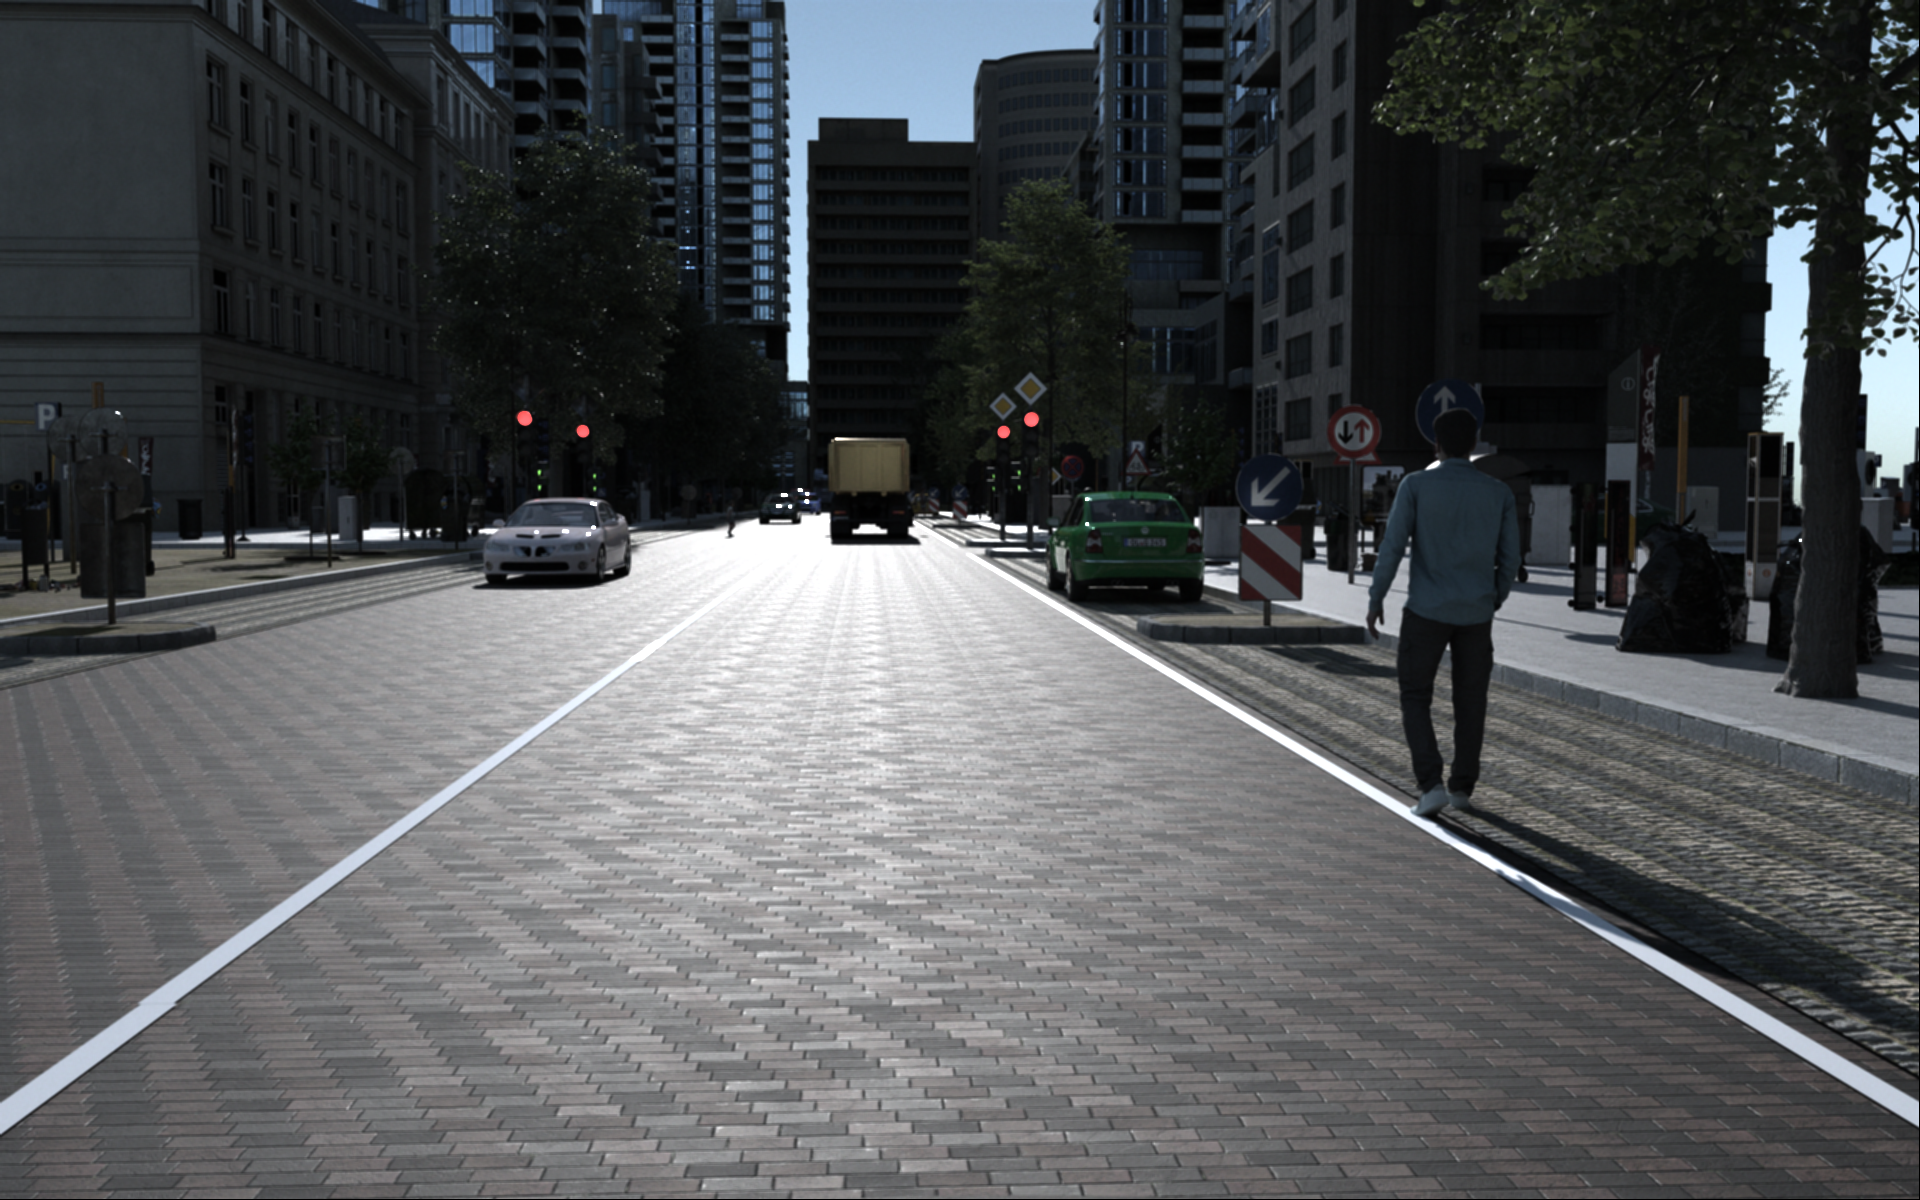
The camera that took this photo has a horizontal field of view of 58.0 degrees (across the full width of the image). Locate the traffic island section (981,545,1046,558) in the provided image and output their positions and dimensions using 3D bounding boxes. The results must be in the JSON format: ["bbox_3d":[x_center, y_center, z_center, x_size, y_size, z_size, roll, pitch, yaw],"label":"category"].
[{"bbox_3d":[1.635,-1.078,39.898,2.009,0.180,2.903,0,4,-3],"label":"traffic island section"}]

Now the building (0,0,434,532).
[{"bbox_3d":[-33.528,-14.583,71.722,16.112,22.955,30.059,0,4,-3],"label":"building"}]

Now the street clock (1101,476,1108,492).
[{"bbox_3d":[5.905,-4.054,70.855,0.358,2.002,0.471,0,4,-2],"label":"street clock"}]

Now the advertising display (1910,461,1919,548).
[{"bbox_3d":[18.979,-1.735,33.588,0.974,1.923,0.123,1,4,8],"label":"advertising display"}]

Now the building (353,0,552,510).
[{"bbox_3d":[-39.879,-50.301,135.098,22.319,86.520,31.000,0,4,-3],"label":"building"}]

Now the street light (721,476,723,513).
[{"bbox_3d":[-15.920,-8.730,115.522,0.468,5.910,1.993,0,4,-3],"label":"street light"}]

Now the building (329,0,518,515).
[{"bbox_3d":[-33.238,-19.005,96.639,13.634,28.700,20.117,0,4,-3],"label":"building"}]

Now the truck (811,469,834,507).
[{"bbox_3d":[-14.709,-12.189,189.045,2.967,4.110,18.799,0,4,-5],"label":"truck"}]

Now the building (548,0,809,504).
[{"bbox_3d":[-35.250,-55.797,224.946,31.000,86.520,22.319,0,4,-3],"label":"building"}]

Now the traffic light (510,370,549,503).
[{"bbox_3d":[-9.749,-3.072,39.155,0.839,4.253,0.868,0,4,-3],"label":"traffic light"}]

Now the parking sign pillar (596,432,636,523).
[{"bbox_3d":[-14.956,-5.353,75.991,1.447,3.967,1.447,3,4,36],"label":"parking sign pillar"}]

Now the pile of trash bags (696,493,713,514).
[{"bbox_3d":[-16.880,-6.277,112.379,1.912,1.369,3.447,1,4,15],"label":"pile of trash bags"}]

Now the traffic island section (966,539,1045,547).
[{"bbox_3d":[1.204,-1.565,47.872,2.009,0.180,2.903,0,4,-3],"label":"traffic island section"}]

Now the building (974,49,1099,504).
[{"bbox_3d":[16.417,-41.958,228.018,28.212,58.520,21.231,0,4,-3],"label":"building"}]

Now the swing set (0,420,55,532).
[{"bbox_3d":[-20.655,-2.378,36.506,3.119,2.851,2.862,-3,5,-41],"label":"swing set"}]

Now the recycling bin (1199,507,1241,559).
[{"bbox_3d":[5.186,-1.351,34.636,0.722,1.027,0.722,0,4,-2],"label":"recycling bin"}]

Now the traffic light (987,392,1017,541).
[{"bbox_3d":[1.163,-3.598,47.756,0.839,4.253,0.868,0,4,-3],"label":"traffic light"}]

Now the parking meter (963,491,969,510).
[{"bbox_3d":[0.411,-6.373,112.607,0.372,1.533,0.369,0,3,0],"label":"parking meter"}]

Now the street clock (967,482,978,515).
[{"bbox_3d":[0.861,-6.326,108.002,0.471,2.002,0.358,-3,4,-36],"label":"street clock"}]

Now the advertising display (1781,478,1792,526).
[{"bbox_3d":[32.496,-3.888,68.779,0.974,1.923,0.123,3,5,42],"label":"advertising display"}]

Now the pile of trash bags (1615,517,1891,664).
[{"bbox_3d":[6.961,-0.242,13.705,1.912,1.369,3.447,-3,5,-42],"label":"pile of trash bags"}]

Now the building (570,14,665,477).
[{"bbox_3d":[-45.597,-33.892,173.744,30.456,49.044,23.786,0,4,-3],"label":"building"}]

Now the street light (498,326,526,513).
[{"bbox_3d":[-12.320,-4.586,47.761,0.468,5.910,1.993,0,4,-3],"label":"street light"}]

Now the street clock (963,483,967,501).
[{"bbox_3d":[0.422,-6.443,109.920,0.471,2.002,0.358,-1,4,-12],"label":"street clock"}]

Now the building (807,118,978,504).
[{"bbox_3d":[-8.951,-36.889,226.828,21.600,48.544,21.300,0,4,-3],"label":"building"}]

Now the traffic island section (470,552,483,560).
[{"bbox_3d":[-9.789,-1.040,39.287,2.009,0.180,2.903,0,4,-3],"label":"traffic island section"}]

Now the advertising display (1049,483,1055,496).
[{"bbox_3d":[4.088,-4.538,79.404,0.123,1.923,0.974,-2,4,-26],"label":"advertising display"}]

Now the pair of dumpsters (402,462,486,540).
[{"bbox_3d":[-14.972,-2.921,50.254,1.574,2.255,4.437,0,4,-3],"label":"pair of dumpsters"}]

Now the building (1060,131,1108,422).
[{"bbox_3d":[23.716,-29.677,177.108,32.217,40.220,23.993,0,4,-3],"label":"building"}]

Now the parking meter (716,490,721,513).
[{"bbox_3d":[-16.662,-6.804,119.650,0.372,1.533,0.369,0,3,0],"label":"parking meter"}]

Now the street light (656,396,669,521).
[{"bbox_3d":[-13.995,-6.658,81.648,0.468,5.910,1.993,0,4,-3],"label":"street light"}]

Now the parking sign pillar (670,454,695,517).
[{"bbox_3d":[-15.765,-6.728,98.469,1.447,3.967,1.447,1,4,19],"label":"parking sign pillar"}]

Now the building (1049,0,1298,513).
[{"bbox_3d":[19.865,-51.067,147.622,22.319,86.520,31.000,0,4,-3],"label":"building"}]

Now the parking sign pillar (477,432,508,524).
[{"bbox_3d":[-20.347,-5.308,75.256,1.447,3.967,1.447,2,4,25],"label":"parking sign pillar"}]

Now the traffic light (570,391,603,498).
[{"bbox_3d":[-10.181,-3.560,47.128,0.839,4.253,0.868,0,4,-3],"label":"traffic light"}]

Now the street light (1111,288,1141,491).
[{"bbox_3d":[3.721,-4.054,39.074,0.468,5.910,1.993,0,4,-3],"label":"street light"}]

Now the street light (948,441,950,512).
[{"bbox_3d":[-0.768,-9.158,122.516,0.468,5.910,1.993,0,4,-3],"label":"street light"}]

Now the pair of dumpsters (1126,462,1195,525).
[{"bbox_3d":[6.108,-3.046,52.290,1.574,2.255,4.437,0,4,-3],"label":"pair of dumpsters"}]

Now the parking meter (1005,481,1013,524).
[{"bbox_3d":[2.083,-4.240,75.032,0.399,1.863,0.255,3,5,41],"label":"parking meter"}]

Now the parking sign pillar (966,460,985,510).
[{"bbox_3d":[1.104,-8.019,119.577,1.447,3.967,1.447,1,4,21],"label":"parking sign pillar"}]

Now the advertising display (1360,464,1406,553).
[{"bbox_3d":[9.215,-1.991,37.765,0.974,1.923,0.123,0,4,-1],"label":"advertising display"}]

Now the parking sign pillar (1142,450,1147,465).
[{"bbox_3d":[10.589,-6.532,95.275,1.447,3.967,1.447,1,4,21],"label":"parking sign pillar"}]

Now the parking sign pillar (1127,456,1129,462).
[{"bbox_3d":[11.400,-7.671,113.891,1.447,3.967,1.447,0,4,3],"label":"parking sign pillar"}]

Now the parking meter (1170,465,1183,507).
[{"bbox_3d":[4.363,-1.788,34.951,0.255,1.863,0.399,1,4,10],"label":"parking meter"}]

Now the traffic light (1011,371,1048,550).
[{"bbox_3d":[1.595,-3.111,39.782,0.839,4.253,0.868,0,4,-3],"label":"traffic light"}]

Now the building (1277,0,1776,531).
[{"bbox_3d":[20.473,-17.956,65.290,14.107,30.474,14.160,0,4,-3],"label":"building"}]

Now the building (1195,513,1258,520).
[{"bbox_3d":[23.569,-47.836,94.793,22.319,86.520,31.000,0,4,-3],"label":"building"}]

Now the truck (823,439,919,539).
[{"bbox_3d":[-3.077,-3.877,59.318,3.469,3.379,9.791,0,4,-3],"label":"truck"}]
